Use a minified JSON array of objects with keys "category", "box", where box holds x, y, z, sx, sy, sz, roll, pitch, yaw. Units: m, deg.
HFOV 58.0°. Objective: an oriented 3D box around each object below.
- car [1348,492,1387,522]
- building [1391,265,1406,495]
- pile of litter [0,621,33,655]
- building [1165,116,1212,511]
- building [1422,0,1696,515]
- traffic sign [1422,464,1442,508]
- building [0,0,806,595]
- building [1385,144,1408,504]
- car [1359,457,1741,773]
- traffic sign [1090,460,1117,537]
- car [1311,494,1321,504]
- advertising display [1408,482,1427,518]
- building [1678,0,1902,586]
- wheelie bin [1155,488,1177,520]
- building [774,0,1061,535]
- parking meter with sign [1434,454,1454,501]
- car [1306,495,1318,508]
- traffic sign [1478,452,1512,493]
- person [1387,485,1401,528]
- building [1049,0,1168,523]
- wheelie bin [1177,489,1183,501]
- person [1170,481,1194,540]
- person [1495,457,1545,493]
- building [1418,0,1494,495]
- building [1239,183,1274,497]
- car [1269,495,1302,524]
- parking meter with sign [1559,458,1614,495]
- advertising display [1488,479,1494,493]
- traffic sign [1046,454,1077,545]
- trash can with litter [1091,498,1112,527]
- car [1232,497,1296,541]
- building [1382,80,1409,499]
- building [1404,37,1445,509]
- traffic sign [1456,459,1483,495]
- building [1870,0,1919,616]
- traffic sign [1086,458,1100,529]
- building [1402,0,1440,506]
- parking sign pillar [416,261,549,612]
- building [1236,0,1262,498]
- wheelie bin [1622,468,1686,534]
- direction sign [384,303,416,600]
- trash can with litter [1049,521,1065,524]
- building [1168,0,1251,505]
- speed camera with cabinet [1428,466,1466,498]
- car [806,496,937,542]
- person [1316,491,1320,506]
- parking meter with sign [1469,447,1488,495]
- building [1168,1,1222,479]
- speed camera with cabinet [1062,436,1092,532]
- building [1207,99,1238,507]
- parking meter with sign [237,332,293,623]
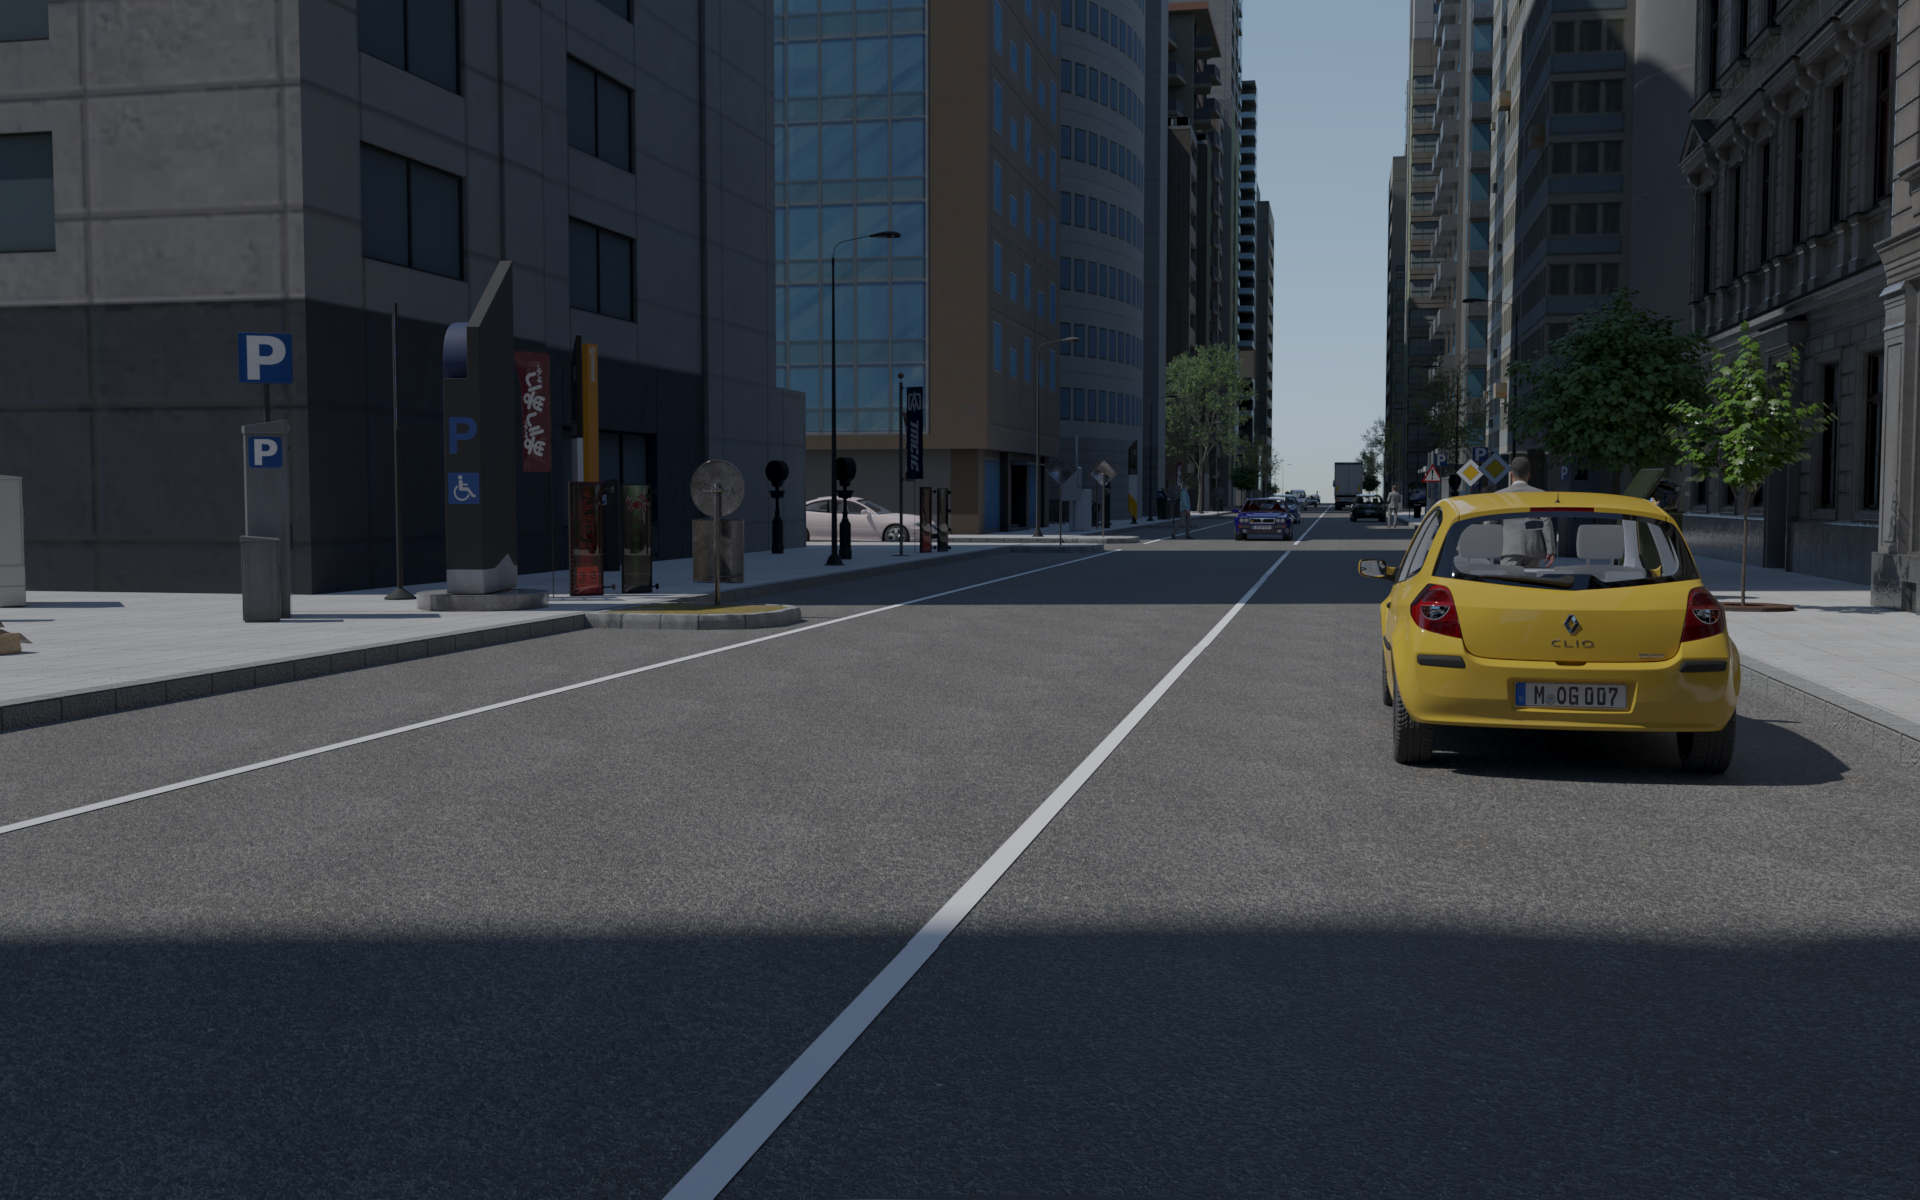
[{"category":"car","box":[21.244,-4.919,90.207,2.009,1.686,4.222,1,4,10]},{"category":"building","box":[61.603,-27.277,217.676,14.160,30.474,14.107,1,4,12]},{"category":"pile of litter","box":[-8.086,0.003,13.921,1.176,0.858,1.719,0,4,-5]},{"category":"building","box":[11.769,-22.139,133.679,14.160,30.474,14.107,1,4,12]},{"category":"building","box":[43.997,-24.974,100.199,32.217,40.220,23.993,1,4,12]},{"category":"traffic sign","box":[20.645,-4.631,75.724,0.884,2.594,0.081,1,4,18]},{"category":"building","box":[-15.967,-36.312,31.952,20.611,71.187,20.563,1,4,12]},{"category":"building","box":[68.792,-37.314,233.792,21.300,48.544,21.600,1,4,12]},{"category":"car","box":[3.440,-0.013,10.441,2.015,1.641,3.980,1,4,12]},{"category":"traffic sign","box":[4.254,-2.916,51.323,0.795,2.450,0.064,1,4,12]},{"category":"car","box":[53.967,-15.383,263.506,2.014,1.417,4.499,1,4,12]},{"category":"advertising display","box":[24.171,-5.277,91.496,0.974,1.923,0.123,2,4,33]},{"category":"building","box":[18.449,-9.978,27.770,10.561,19.102,19.286,1,4,12]},{"category":"wheelie bin","box":[10.195,-4.822,86.744,0.693,1.594,0.980,2,4,32]},{"category":"building","box":[-4.381,-25.124,60.885,14.600,45.320,14.200,1,4,12]},{"category":"parking meter with sign","box":[20.820,-4.738,73.732,0.543,3.016,1.738,-1,4,-10]},{"category":"car","box":[36.770,-10.400,182.612,1.945,1.354,3.894,1,4,12]},{"category":"traffic sign","box":[12.730,-2.301,41.265,0.795,2.450,0.064,1,4,12]},{"category":"person","box":[18.495,-3.990,73.937,0.606,1.804,0.583,0,4,-8]},{"category":"building","box":[-1.101,-33.493,89.611,21.231,58.520,28.212,1,4,12]},{"category":"wheelie bin","box":[12.729,-5.616,99.725,0.693,1.594,0.980,2,4,31]},{"category":"person","box":[7.028,-2.826,54.561,0.748,1.841,0.638,1,4,21]},{"category":"person","box":[5.401,-0.488,16.753,0.678,1.792,0.850,1,4,16]},{"category":"building","box":[48.495,-31.494,134.533,23.786,49.044,30.456,1,4,12]},{"category":"building","box":[37.989,-39.668,272.278,21.300,48.544,21.600,1,4,12]},{"category":"car","box":[15.663,-4.427,84.388,2.014,1.417,4.499,1,4,14]},{"category":"parking meter with sign","box":[12.551,-2.381,35.186,1.738,3.016,0.543,-1,4,-12]},{"category":"advertising display","box":[20.783,-3.822,67.703,0.123,1.923,0.974,0,4,5]},{"category":"traffic sign","box":[2.535,-2.439,43.525,0.795,2.450,0.064,1,4,12]},{"category":"trash can with litter","box":[5.424,-3.468,68.086,1.055,1.170,0.624,-1,4,-19]},{"category":"car","box":[9.551,-2.552,54.311,1.945,1.354,3.894,1,4,12]},{"category":"building","box":[75.454,-57.846,258.454,22.319,86.520,31.000,1,4,12]},{"category":"building","box":[47.924,-28.995,157.657,14.154,41.232,14.086,1,4,12]},{"category":"traffic sign","box":[14.449,-2.778,49.063,0.795,2.450,0.064,1,4,12]},{"category":"building","box":[13.143,-9.814,9.611,9.793,20.994,18.267,1,4,12]},{"category":"traffic sign","box":[5.011,-3.867,63.233,0.884,2.594,0.081,1,4,13]},{"category":"building","box":[56.477,-38.846,177.135,21.231,58.520,28.212,1,4,12]},{"category":"parking sign pillar","box":[-5.388,-1.896,19.465,1.447,3.967,1.447,0,4,2]},{"category":"building","box":[32.144,-57.049,245.427,22.319,86.520,31.000,1,4,12]},{"category":"wheelie bin","box":[8.538,-0.828,21.451,0.693,1.594,0.980,0,4,-4]},{"category":"direction sign","box":[-6.820,-1.774,21.001,0.379,3.537,0.876,-1,4,-20]},{"category":"trash can with litter","box":[3.853,-3.884,74.556,2.233,1.210,1.678,2,4,31]},{"category":"building","box":[26.928,-47.854,220.667,20.563,71.187,20.611,1,4,12]},{"category":"speed camera with cabinet","box":[25.566,-5.908,90.933,0.660,3.252,2.038,-2,4,-34]},{"category":"car","box":[-2.950,-2.155,47.600,4.827,1.381,2.083,1,4,12]},{"category":"person","box":[43.295,-12.317,209.867,0.705,1.826,1.348,0,4,-5]},{"category":"parking meter with sign","box":[19.379,-4.203,64.986,0.543,3.016,1.738,1,4,8]},{"category":"building","box":[11.672,-30.618,155.225,22.147,44.769,28.867,1,4,12]},{"category":"speed camera with cabinet","box":[3.989,-3.982,59.445,0.660,3.252,2.038,1,4,19]},{"category":"building","box":[20.189,-30.092,175.605,14.154,41.232,14.086,1,4,12]},{"category":"parking meter with sign","box":[-7.236,-1.331,18.021,0.543,3.016,1.738,-1,4,-19]}]
